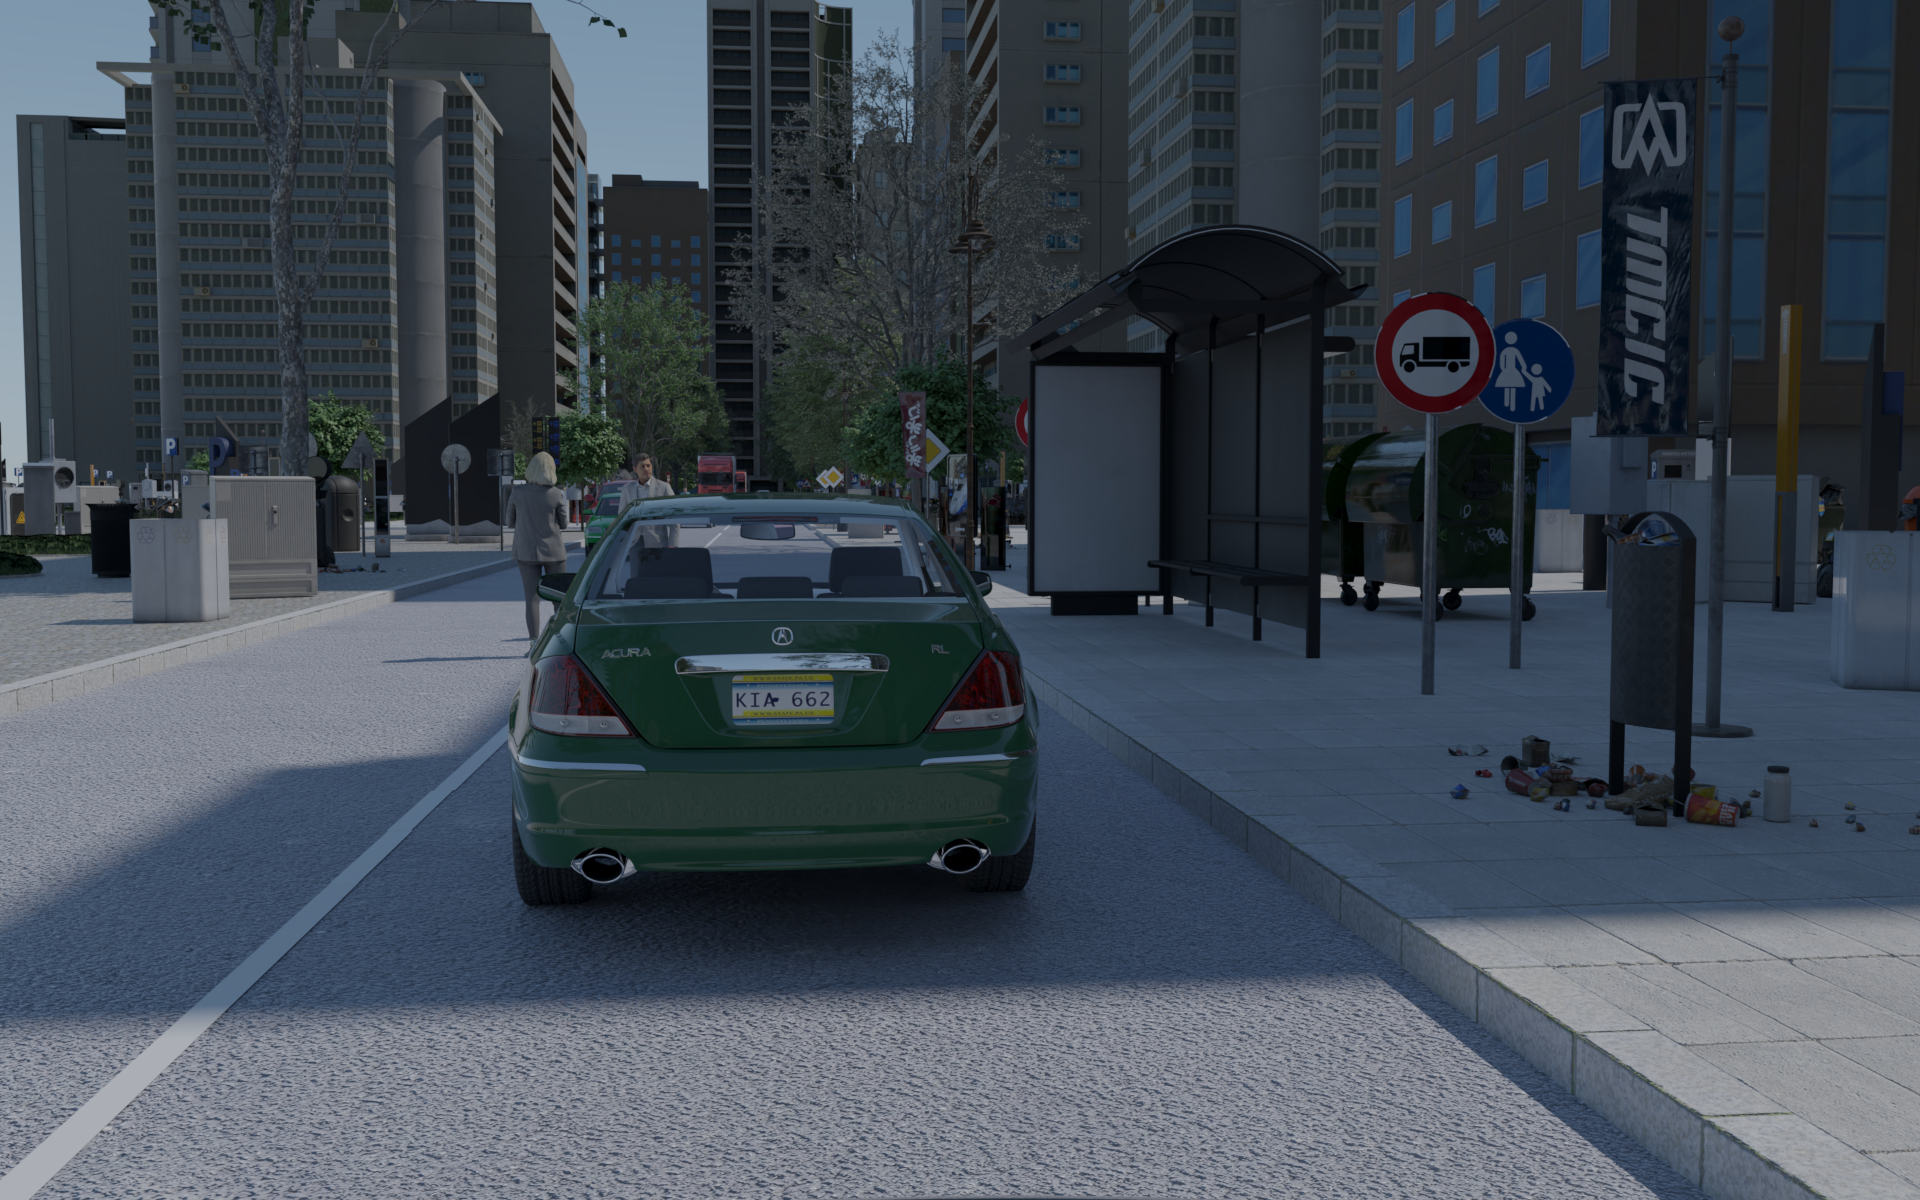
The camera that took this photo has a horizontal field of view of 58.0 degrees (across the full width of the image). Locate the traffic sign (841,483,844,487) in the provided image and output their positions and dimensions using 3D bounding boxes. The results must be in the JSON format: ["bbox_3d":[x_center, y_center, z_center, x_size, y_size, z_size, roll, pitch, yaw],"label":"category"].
[{"bbox_3d":[-6.755,-6.142,101.611,0.795,2.450,0.064,0,4,1],"label":"traffic sign"}]

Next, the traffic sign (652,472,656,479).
[{"bbox_3d":[-16.247,-5.565,90.991,0.884,2.594,0.081,0,4,-5],"label":"traffic sign"}]

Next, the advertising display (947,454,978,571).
[{"bbox_3d":[0.039,-1.394,28.003,0.123,1.923,0.974,-2,4,-24],"label":"advertising display"}]

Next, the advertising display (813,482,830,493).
[{"bbox_3d":[-7.372,-5.332,92.399,0.974,1.923,0.123,2,4,26],"label":"advertising display"}]

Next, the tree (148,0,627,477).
[{"bbox_3d":[-9.653,-10.232,23.180,12.611,20.169,13.585,0,3,0],"label":"tree"}]

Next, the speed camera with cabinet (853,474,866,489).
[{"bbox_3d":[-5.511,-6.905,107.232,2.038,3.252,0.660,0,4,4],"label":"speed camera with cabinet"}]

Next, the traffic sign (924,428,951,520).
[{"bbox_3d":[-0.560,-1.785,30.366,0.795,2.450,0.064,0,4,-4],"label":"traffic sign"}]

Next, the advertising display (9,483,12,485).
[{"bbox_3d":[-54.689,-5.772,99.593,0.123,1.923,0.974,-3,5,-44],"label":"advertising display"}]

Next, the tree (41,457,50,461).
[{"bbox_3d":[-42.613,-5.318,81.554,1.663,3.219,1.824,0,3,0],"label":"tree"}]

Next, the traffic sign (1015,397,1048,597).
[{"bbox_3d":[1.058,-1.310,21.524,0.768,2.556,0.104,0,4,-6],"label":"traffic sign"}]

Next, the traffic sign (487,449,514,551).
[{"bbox_3d":[-10.368,-2.264,39.139,0.606,2.300,0.079,0,4,0],"label":"traffic sign"}]

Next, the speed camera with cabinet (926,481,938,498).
[{"bbox_3d":[-0.982,-6.717,104.155,2.038,3.252,0.660,0,4,4],"label":"speed camera with cabinet"}]

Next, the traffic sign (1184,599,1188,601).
[{"bbox_3d":[2.737,-1.265,20.794,0.768,2.556,0.104,0,4,1],"label":"traffic sign"}]

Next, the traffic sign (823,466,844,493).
[{"bbox_3d":[-4.541,-3.581,62.195,0.795,2.450,0.064,0,4,-6],"label":"traffic sign"}]

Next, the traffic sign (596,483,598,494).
[{"bbox_3d":[-15.633,-4.562,74.698,0.768,2.556,0.104,0,4,-4],"label":"traffic sign"}]

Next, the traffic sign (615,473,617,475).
[{"bbox_3d":[-20.467,-6.304,103.079,0.884,2.594,0.081,0,4,3],"label":"traffic sign"}]

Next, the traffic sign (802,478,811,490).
[{"bbox_3d":[-12.272,-8.487,138.758,0.884,2.594,0.081,0,4,2],"label":"traffic sign"}]

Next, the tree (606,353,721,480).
[{"bbox_3d":[-18.628,-10.611,107.906,8.767,10.594,7.601,1,4,11],"label":"tree"}]

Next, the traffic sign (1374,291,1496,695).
[{"bbox_3d":[2.995,-0.667,11.014,0.768,2.556,0.104,0,4,1],"label":"traffic sign"}]

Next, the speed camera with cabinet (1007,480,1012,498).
[{"bbox_3d":[2.403,-7.217,112.336,2.038,3.252,0.660,-2,4,-34],"label":"speed camera with cabinet"}]

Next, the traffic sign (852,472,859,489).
[{"bbox_3d":[-6.090,-6.008,98.338,0.768,2.556,0.104,0,4,-3],"label":"traffic sign"}]

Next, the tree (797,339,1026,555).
[{"bbox_3d":[-0.426,-3.242,36.725,4.285,4.588,4.351,0,3,0],"label":"tree"}]

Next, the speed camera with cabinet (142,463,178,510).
[{"bbox_3d":[-50.940,-7.091,110.277,2.038,3.252,0.660,0,4,2],"label":"speed camera with cabinet"}]

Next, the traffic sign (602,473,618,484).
[{"bbox_3d":[-12.487,-3.527,61.316,0.795,2.450,0.064,0,4,-6],"label":"traffic sign"}]

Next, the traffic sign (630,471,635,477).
[{"bbox_3d":[-17.852,-5.813,95.147,0.768,2.556,0.104,0,4,-3],"label":"traffic sign"}]

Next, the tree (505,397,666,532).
[{"bbox_3d":[-12.965,-4.604,58.982,4.285,4.588,4.351,0,3,0],"label":"tree"}]

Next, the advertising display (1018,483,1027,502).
[{"bbox_3d":[3.827,-5.803,100.087,0.974,1.923,0.123,-1,4,-21],"label":"advertising display"}]

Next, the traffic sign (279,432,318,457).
[{"bbox_3d":[-12.849,-2.050,33.628,0.768,2.556,0.104,0,4,3],"label":"traffic sign"}]

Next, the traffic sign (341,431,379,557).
[{"bbox_3d":[-12.245,-2.171,35.501,0.884,2.594,0.081,0,4,-2],"label":"traffic sign"}]

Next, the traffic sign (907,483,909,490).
[{"bbox_3d":[-1.880,-3.841,62.900,0.768,2.556,0.104,0,4,3],"label":"traffic sign"}]

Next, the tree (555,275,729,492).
[{"bbox_3d":[-15.461,-9.616,82.982,9.928,11.665,9.643,0,3,0],"label":"tree"}]

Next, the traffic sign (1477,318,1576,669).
[{"bbox_3d":[4.082,-0.768,12.658,0.768,2.556,0.104,0,4,-1],"label":"traffic sign"}]

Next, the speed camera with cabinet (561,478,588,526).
[{"bbox_3d":[-15.879,-4.586,69.315,0.660,3.252,2.038,3,4,39],"label":"speed camera with cabinet"}]

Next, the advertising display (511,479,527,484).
[{"bbox_3d":[-19.025,-4.252,74.740,0.123,1.923,0.974,1,4,22],"label":"advertising display"}]

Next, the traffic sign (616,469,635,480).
[{"bbox_3d":[-13.388,-4.013,69.251,0.795,2.450,0.064,0,4,-6],"label":"traffic sign"}]

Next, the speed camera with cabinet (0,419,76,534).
[{"bbox_3d":[-24.021,-3.094,44.924,0.660,3.252,2.038,2,4,26],"label":"speed camera with cabinet"}]

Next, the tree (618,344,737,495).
[{"bbox_3d":[-21.681,-13.106,131.294,9.611,12.733,9.660,0,3,0],"label":"tree"}]

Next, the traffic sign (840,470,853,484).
[{"bbox_3d":[-6.046,-5.608,91.802,0.768,2.556,0.104,0,4,-4],"label":"traffic sign"}]

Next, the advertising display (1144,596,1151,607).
[{"bbox_3d":[1.715,-0.889,19.752,0.974,1.923,0.123,0,4,5],"label":"advertising display"}]

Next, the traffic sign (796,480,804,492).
[{"bbox_3d":[-13.121,-8.722,142.705,0.768,2.556,0.104,0,4,-3],"label":"traffic sign"}]

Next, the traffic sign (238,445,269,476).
[{"bbox_3d":[-14.822,-2.094,36.369,0.606,2.300,0.079,0,4,-6],"label":"traffic sign"}]

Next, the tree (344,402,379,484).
[{"bbox_3d":[-47.790,-11.428,137.215,4.737,8.622,4.395,0,3,0],"label":"tree"}]

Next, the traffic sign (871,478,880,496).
[{"bbox_3d":[-3.404,-4.272,71.038,0.795,2.450,0.064,0,4,3],"label":"traffic sign"}]

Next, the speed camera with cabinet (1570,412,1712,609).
[{"bbox_3d":[7.906,-1.567,19.950,2.038,3.252,0.660,-2,4,-33],"label":"speed camera with cabinet"}]

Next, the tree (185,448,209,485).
[{"bbox_3d":[-53.357,-8.522,123.051,4.285,4.588,4.351,0,3,0],"label":"tree"}]

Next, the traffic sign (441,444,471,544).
[{"bbox_3d":[-12.811,-2.686,44.028,0.768,2.556,0.104,0,4,3],"label":"traffic sign"}]

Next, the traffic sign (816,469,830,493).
[{"bbox_3d":[-5.443,-4.066,70.129,0.795,2.450,0.064,0,4,-6],"label":"traffic sign"}]

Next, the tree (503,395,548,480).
[{"bbox_3d":[-32.420,-10.915,128.822,4.360,8.622,3.978,0,3,0],"label":"tree"}]
